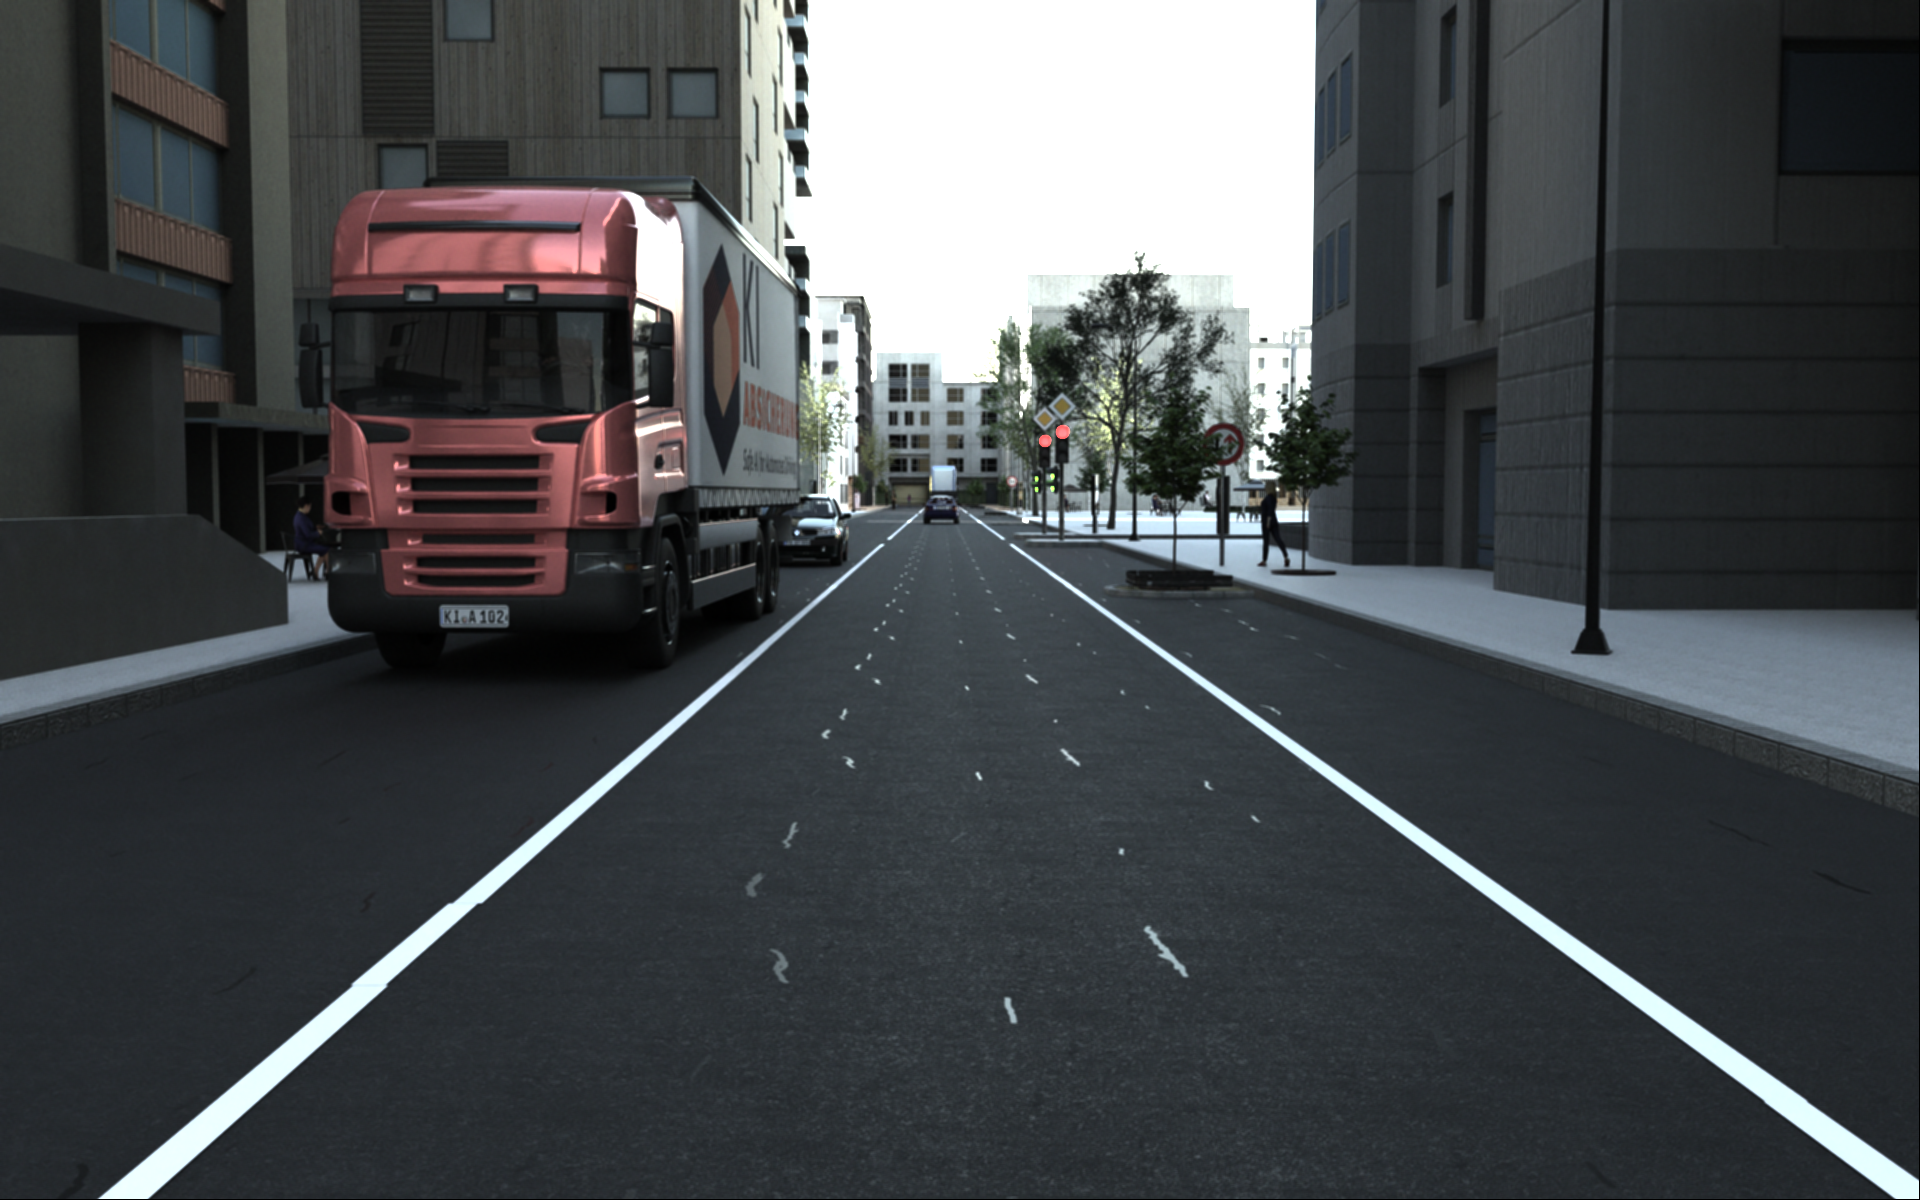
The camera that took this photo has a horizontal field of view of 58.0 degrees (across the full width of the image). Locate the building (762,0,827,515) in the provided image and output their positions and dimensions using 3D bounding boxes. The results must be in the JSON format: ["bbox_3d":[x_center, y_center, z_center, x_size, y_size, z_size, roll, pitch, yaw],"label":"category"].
[{"bbox_3d":[-19.527,-48.793,110.439,22.319,86.520,31.000,0,4,-1],"label":"building"}]

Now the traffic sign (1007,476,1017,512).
[{"bbox_3d":[3.682,-7.488,122.531,0.768,2.556,0.104,0,4,2],"label":"traffic sign"}]

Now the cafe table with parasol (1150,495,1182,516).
[{"bbox_3d":[11.998,-5.872,100.865,2.610,1.966,2.610,-1,4,-13],"label":"cafe table with parasol"}]

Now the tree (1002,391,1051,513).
[{"bbox_3d":[4.511,-10.031,114.369,4.737,8.622,4.395,0,3,0],"label":"tree"}]

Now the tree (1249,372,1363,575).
[{"bbox_3d":[5.510,-2.016,27.556,1.663,3.219,1.824,0,3,0],"label":"tree"}]

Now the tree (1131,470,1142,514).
[{"bbox_3d":[11.228,-7.141,111.351,1.663,3.219,1.824,0,3,0],"label":"tree"}]

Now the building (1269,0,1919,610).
[{"bbox_3d":[17.515,-29.938,31.480,21.231,58.520,28.212,0,4,-1],"label":"building"}]

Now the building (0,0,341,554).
[{"bbox_3d":[-28.312,-23.240,34.602,28.867,44.769,22.147,0,4,-1],"label":"building"}]

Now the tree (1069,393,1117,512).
[{"bbox_3d":[9.716,-10.797,126.896,4.360,8.622,3.978,0,3,0],"label":"tree"}]

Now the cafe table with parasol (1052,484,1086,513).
[{"bbox_3d":[7.612,-7.091,120.796,2.610,1.966,2.610,3,4,38],"label":"cafe table with parasol"}]

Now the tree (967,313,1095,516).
[{"bbox_3d":[4.261,-10.631,99.571,9.928,11.665,9.643,0,3,0],"label":"tree"}]

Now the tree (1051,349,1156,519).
[{"bbox_3d":[7.946,-8.419,88.018,4.737,8.622,4.395,0,3,0],"label":"tree"}]

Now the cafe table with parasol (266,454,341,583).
[{"bbox_3d":[-9.038,-1.268,25.592,2.610,1.966,2.610,1,4,22],"label":"cafe table with parasol"}]

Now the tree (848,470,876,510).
[{"bbox_3d":[-8.097,-8.930,140.610,1.663,3.219,1.824,0,3,0],"label":"tree"}]

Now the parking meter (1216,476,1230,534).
[{"bbox_3d":[8.379,-3.027,55.210,0.399,1.863,0.255,2,4,29],"label":"parking meter"}]

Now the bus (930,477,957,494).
[{"bbox_3d":[-1.607,-11.253,175.531,2.896,3.916,12.252,0,4,0],"label":"bus"}]

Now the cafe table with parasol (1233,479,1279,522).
[{"bbox_3d":[13.583,-4.557,79.369,2.610,1.966,2.610,-1,4,-18],"label":"cafe table with parasol"}]

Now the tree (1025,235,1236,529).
[{"bbox_3d":[5.773,-7.846,62.701,7.601,10.594,8.767,3,4,36],"label":"tree"}]

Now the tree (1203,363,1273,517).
[{"bbox_3d":[15.602,-8.935,96.444,4.360,8.622,3.978,0,3,0],"label":"tree"}]

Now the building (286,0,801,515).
[{"bbox_3d":[-21.398,-29.665,74.269,28.713,52.752,27.495,0,4,-1],"label":"building"}]

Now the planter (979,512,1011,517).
[{"bbox_3d":[2.173,-5.280,107.470,1.991,0.319,1.994,0,4,-1],"label":"planter"}]

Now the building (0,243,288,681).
[{"bbox_3d":[-22.680,-19.384,8.816,32.217,40.220,23.993,0,4,-1],"label":"building"}]

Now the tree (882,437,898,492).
[{"bbox_3d":[-8.589,-13.732,174.888,4.737,8.622,4.395,0,3,0],"label":"tree"}]

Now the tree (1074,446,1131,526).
[{"bbox_3d":[5.566,-4.580,69.492,1.663,3.219,1.824,0,3,0],"label":"tree"}]

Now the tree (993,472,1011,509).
[{"bbox_3d":[3.857,-9.484,149.658,1.663,3.219,1.824,0,3,0],"label":"tree"}]

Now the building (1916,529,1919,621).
[{"bbox_3d":[20.927,-25.361,3.891,28.713,52.752,27.495,0,4,-1],"label":"building"}]

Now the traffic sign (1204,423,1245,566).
[{"bbox_3d":[4.694,-1.887,30.956,0.768,2.556,0.104,0,4,0],"label":"traffic sign"}]

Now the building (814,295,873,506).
[{"bbox_3d":[-26.287,-21.266,191.670,32.646,21.610,27.936,0,4,-1],"label":"building"}]

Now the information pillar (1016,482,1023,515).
[{"bbox_3d":[3.685,-6.282,107.207,0.304,2.012,0.304,-2,4,-28],"label":"information pillar"}]

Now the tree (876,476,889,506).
[{"bbox_3d":[-8.347,-11.798,187.505,1.663,3.219,1.824,0,3,0],"label":"tree"}]

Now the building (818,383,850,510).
[{"bbox_3d":[-13.805,-12.423,145.266,9.099,9.664,28.070,0,4,-1],"label":"building"}]

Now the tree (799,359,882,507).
[{"bbox_3d":[-7.592,-8.776,93.845,4.737,8.622,4.395,0,3,0],"label":"tree"}]
